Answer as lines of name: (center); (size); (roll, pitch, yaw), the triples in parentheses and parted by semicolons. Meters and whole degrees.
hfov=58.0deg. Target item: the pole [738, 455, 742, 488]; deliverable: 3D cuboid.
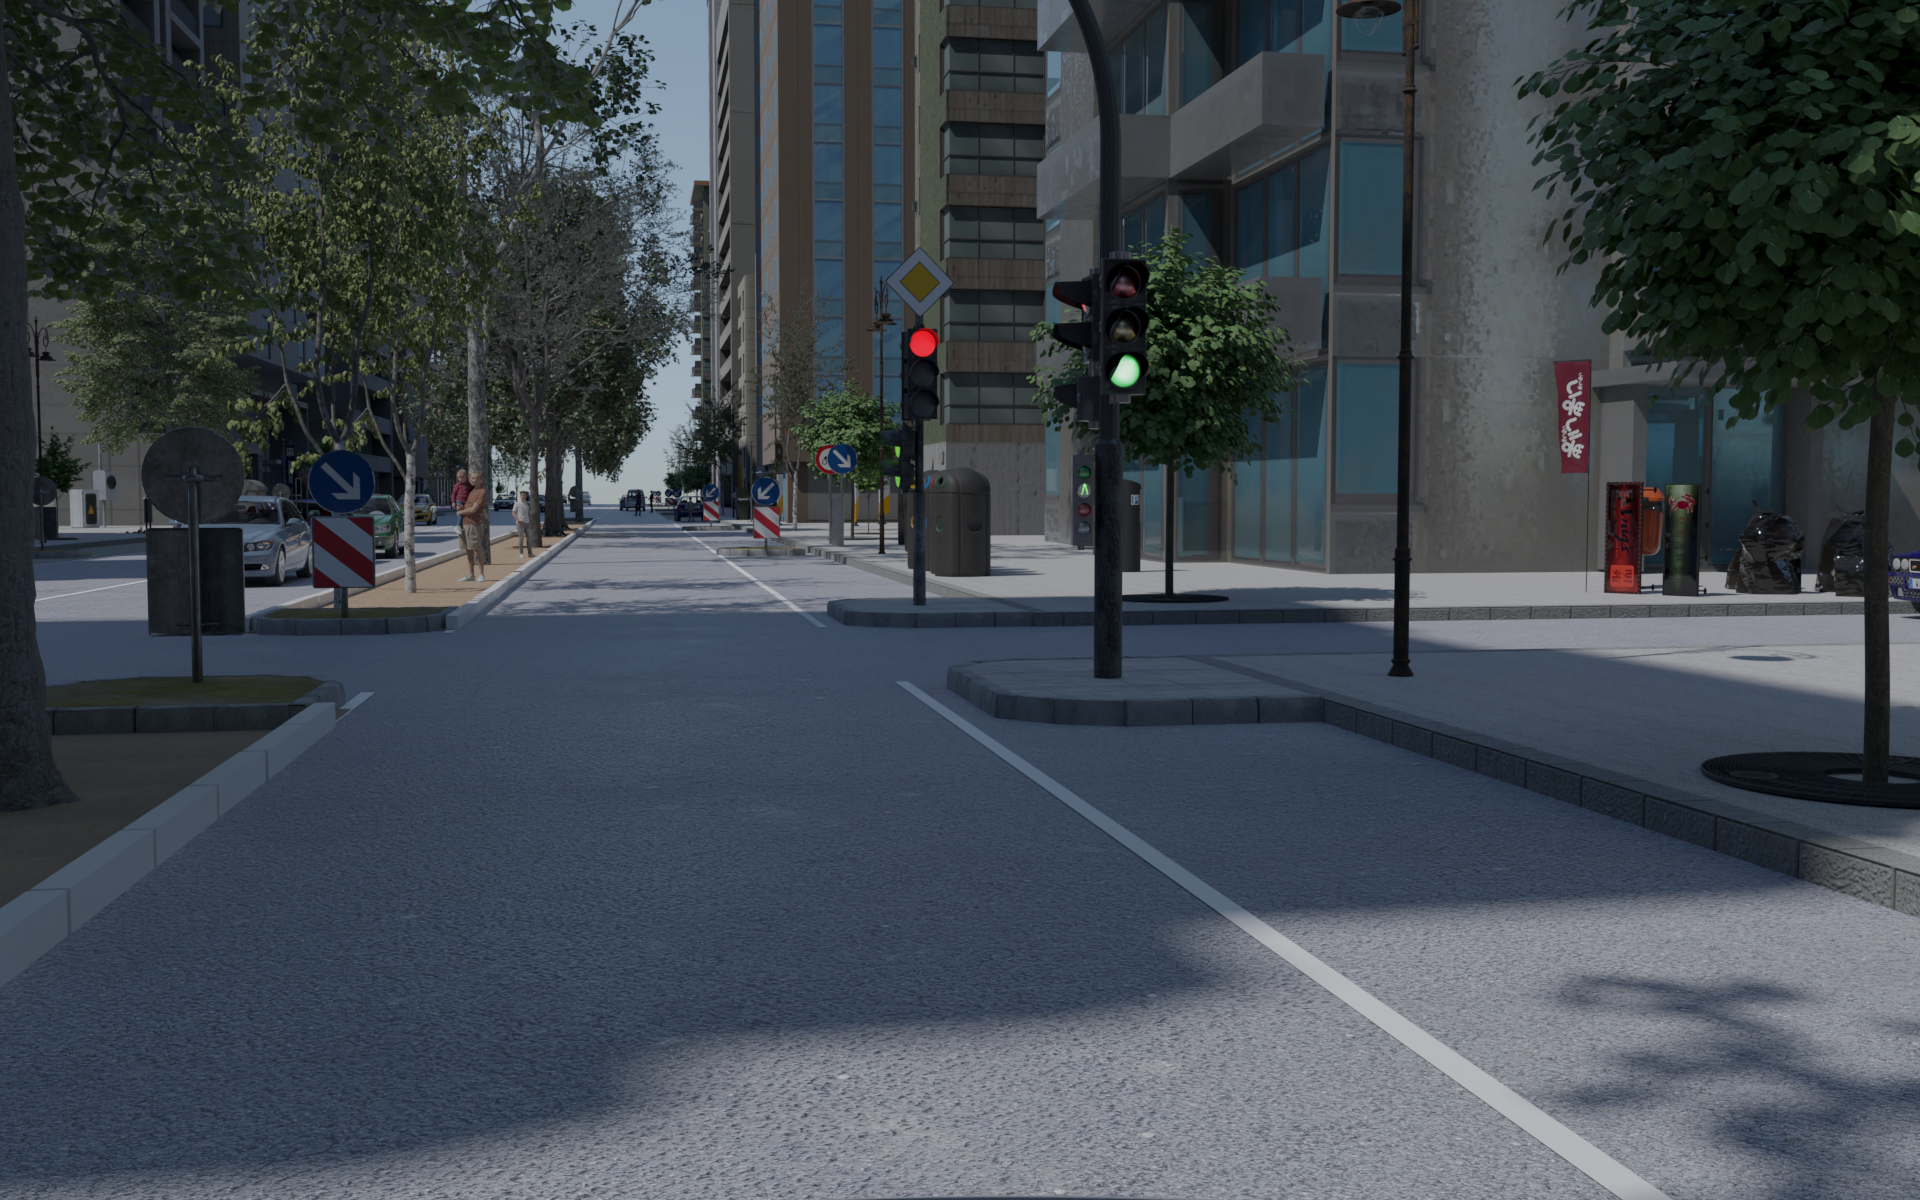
pole: (-11.459, -5.903, 90.354); (0.158, 3.312, 0.155); (0, 3, 0)

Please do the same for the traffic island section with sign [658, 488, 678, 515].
traffic island section with sign: (-19.372, -6.684, 117.908); (1.989, 1.847, 2.006); (-1, 4, -11)

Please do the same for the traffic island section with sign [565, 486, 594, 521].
traffic island section with sign: (-20.509, -5.149, 92.323); (2.006, 1.907, 1.989); (-1, 4, -11)

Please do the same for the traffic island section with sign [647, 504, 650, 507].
traffic island section with sign: (-34.675, -11.613, 198.507); (1.989, 1.847, 2.006); (-1, 4, -11)

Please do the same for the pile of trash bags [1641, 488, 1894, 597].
pile of trash bags: (10.516, -0.805, 22.921); (3.447, 1.369, 1.912); (2, 4, 33)

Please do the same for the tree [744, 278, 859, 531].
tree: (-5.634, -6.714, 60.130); (4.360, 8.622, 3.978); (0, 3, 0)

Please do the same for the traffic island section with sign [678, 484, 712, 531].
traffic island section with sign: (-9.945, -3.644, 68.207); (1.989, 1.847, 2.006); (-1, 4, -11)

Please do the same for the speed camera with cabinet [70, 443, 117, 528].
speed camera with cabinet: (-33.144, -4.399, 66.253); (0.660, 3.252, 2.038); (1, 4, 10)

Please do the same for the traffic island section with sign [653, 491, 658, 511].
traffic island section with sign: (-24.446, -8.316, 144.586); (1.989, 1.847, 2.006); (-1, 4, -11)

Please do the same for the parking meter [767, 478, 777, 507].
parking meter: (-6.901, -3.524, 63.327); (0.399, 1.863, 0.255); (0, 4, 4)

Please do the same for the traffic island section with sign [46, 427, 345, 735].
traffic island section with sign: (-5.110, -0.189, 11.221); (2.006, 1.907, 1.989); (-1, 4, -11)

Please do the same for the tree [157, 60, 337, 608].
tree: (-7.101, -4.084, 19.585); (4.737, 8.622, 4.395); (0, 3, 0)

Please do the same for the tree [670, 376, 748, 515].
tree: (-14.859, -9.563, 106.716); (4.737, 8.622, 4.395); (0, 3, 0)

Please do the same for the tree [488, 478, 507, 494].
tree: (-55.666, -13.127, 209.219); (1.663, 3.219, 1.824); (0, 3, 0)

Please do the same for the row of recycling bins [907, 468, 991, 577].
row of recycling bins: (-0.170, -1.302, 28.406); (1.069, 1.692, 3.534); (-1, 4, -10)

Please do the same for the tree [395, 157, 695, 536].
tree: (-13.813, -8.489, 58.264); (9.611, 12.733, 9.660); (0, 3, 0)

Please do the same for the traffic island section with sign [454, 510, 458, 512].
traffic island section with sign: (-40.203, -8.122, 141.429); (1.989, 1.847, 2.006); (-1, 4, -11)

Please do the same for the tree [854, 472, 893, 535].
tree: (-2.868, -3.692, 54.964); (1.663, 3.219, 1.824); (0, 3, 0)

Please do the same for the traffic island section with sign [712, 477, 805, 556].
traffic island section with sign: (-4.736, -1.970, 40.830); (1.989, 1.847, 2.006); (-1, 4, -11)

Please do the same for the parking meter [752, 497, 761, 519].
parking meter: (-9.256, -4.501, 79.307); (0.255, 1.863, 0.399); (0, 4, 2)

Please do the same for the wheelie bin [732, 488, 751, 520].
wheelie bin: (-10.773, -4.740, 85.402); (0.980, 1.594, 0.693); (-1, 4, -17)

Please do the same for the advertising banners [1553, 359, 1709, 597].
advertising banners: (8.542, -1.589, 22.172); (0.090, 3.025, 2.074); (-3, 5, -43)

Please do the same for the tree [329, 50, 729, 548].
tree: (-11.351, -8.135, 45.842); (12.009, 13.543, 11.850); (0, 3, 0)

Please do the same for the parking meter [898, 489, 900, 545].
parking meter: (-1.351, -2.317, 43.602); (0.399, 1.863, 0.255); (1, 4, 12)

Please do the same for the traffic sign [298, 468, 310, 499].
traffic sign: (-31.492, -5.102, 83.521); (0.768, 2.556, 0.104); (-1, 4, -10)

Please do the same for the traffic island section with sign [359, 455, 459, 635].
traffic island section with sign: (-6.482, -0.634, 18.500); (2.006, 1.907, 1.989); (-1, 4, -11)

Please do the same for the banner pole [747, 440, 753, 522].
banner pole: (-9.675, -5.536, 80.528); (0.401, 3.779, 0.863); (0, 4, -1)

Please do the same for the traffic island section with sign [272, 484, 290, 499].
traffic island section with sign: (-25.865, -3.505, 65.931); (1.989, 1.847, 2.006); (-1, 4, -11)

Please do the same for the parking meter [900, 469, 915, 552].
parking meter: (-1.046, -2.007, 38.532); (0.399, 1.863, 0.255); (1, 4, 16)

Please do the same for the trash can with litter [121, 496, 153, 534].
trash can with litter: (-26.771, -2.789, 56.657); (1.678, 1.210, 2.233); (-1, 4, -12)

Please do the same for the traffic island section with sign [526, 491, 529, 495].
traffic island section with sign: (-55.662, -13.101, 222.833); (1.989, 1.847, 2.006); (-1, 4, -11)

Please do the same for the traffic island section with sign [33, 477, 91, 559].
traffic island section with sign: (-20.720, -1.847, 38.832); (1.989, 1.847, 2.006); (-1, 4, -11)

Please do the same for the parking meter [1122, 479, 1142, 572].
parking meter: (2.789, -1.229, 28.500); (0.372, 1.533, 0.369); (0, 3, 0)

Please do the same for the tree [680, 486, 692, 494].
tree: (-31.567, -12.590, 200.454); (1.663, 3.219, 1.824); (0, 3, 0)

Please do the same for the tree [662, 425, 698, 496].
tree: (-28.907, -14.091, 180.752); (4.360, 8.622, 3.978); (0, 3, 0)

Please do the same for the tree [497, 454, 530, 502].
tree: (-61.423, -17.768, 240.874); (4.360, 8.622, 3.978); (0, 3, 0)

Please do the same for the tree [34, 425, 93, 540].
tree: (-25.402, -3.302, 48.587); (1.663, 3.219, 1.824); (0, 3, 0)

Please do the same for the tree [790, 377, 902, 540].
tree: (-3.100, -3.966, 48.556); (4.285, 4.588, 4.351); (0, 3, 0)

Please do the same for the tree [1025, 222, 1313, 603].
tree: (2.614, -2.273, 20.877); (4.285, 4.588, 4.351); (0, 3, 0)

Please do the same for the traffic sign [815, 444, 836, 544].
traffic sign: (-3.318, -2.705, 44.331); (0.768, 2.556, 0.104); (0, 4, -2)

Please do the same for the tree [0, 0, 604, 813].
tree: (-4.179, -5.295, 7.158); (7.486, 12.596, 7.792); (0, 3, 0)

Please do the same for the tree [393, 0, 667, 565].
tree: (-8.298, -10.719, 33.609); (12.611, 20.169, 13.585); (0, 3, 0)

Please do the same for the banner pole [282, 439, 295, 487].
banner pole: (-30.299, -5.387, 78.099); (0.863, 3.779, 0.401); (1, 4, 20)

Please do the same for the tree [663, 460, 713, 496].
tree: (-24.210, -10.743, 159.355); (4.285, 4.588, 4.351); (0, 3, 0)

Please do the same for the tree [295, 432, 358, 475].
tree: (-32.131, -6.413, 88.572); (4.285, 4.588, 4.351); (0, 3, 0)

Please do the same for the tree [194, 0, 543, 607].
tree: (-7.993, -4.409, 24.903); (4.737, 8.622, 4.395); (0, 3, 0)

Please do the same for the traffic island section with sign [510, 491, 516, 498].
traffic island section with sign: (-50.535, -11.451, 195.856); (1.989, 1.847, 2.006); (-1, 4, -11)

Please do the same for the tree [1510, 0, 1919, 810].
tree: (4.162, -1.460, 7.587); (4.285, 4.588, 4.351); (0, 3, 0)

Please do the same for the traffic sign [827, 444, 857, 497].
traffic sign: (-2.982, -2.678, 43.883); (0.768, 2.556, 0.104); (0, 4, -2)

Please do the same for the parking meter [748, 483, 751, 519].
parking meter: (-10.886, -5.185, 90.493); (0.255, 1.863, 0.399); (2, 4, 24)

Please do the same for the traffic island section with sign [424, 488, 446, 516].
traffic island section with sign: (-35.120, -6.483, 114.620); (1.989, 1.847, 2.006); (-1, 4, -11)
